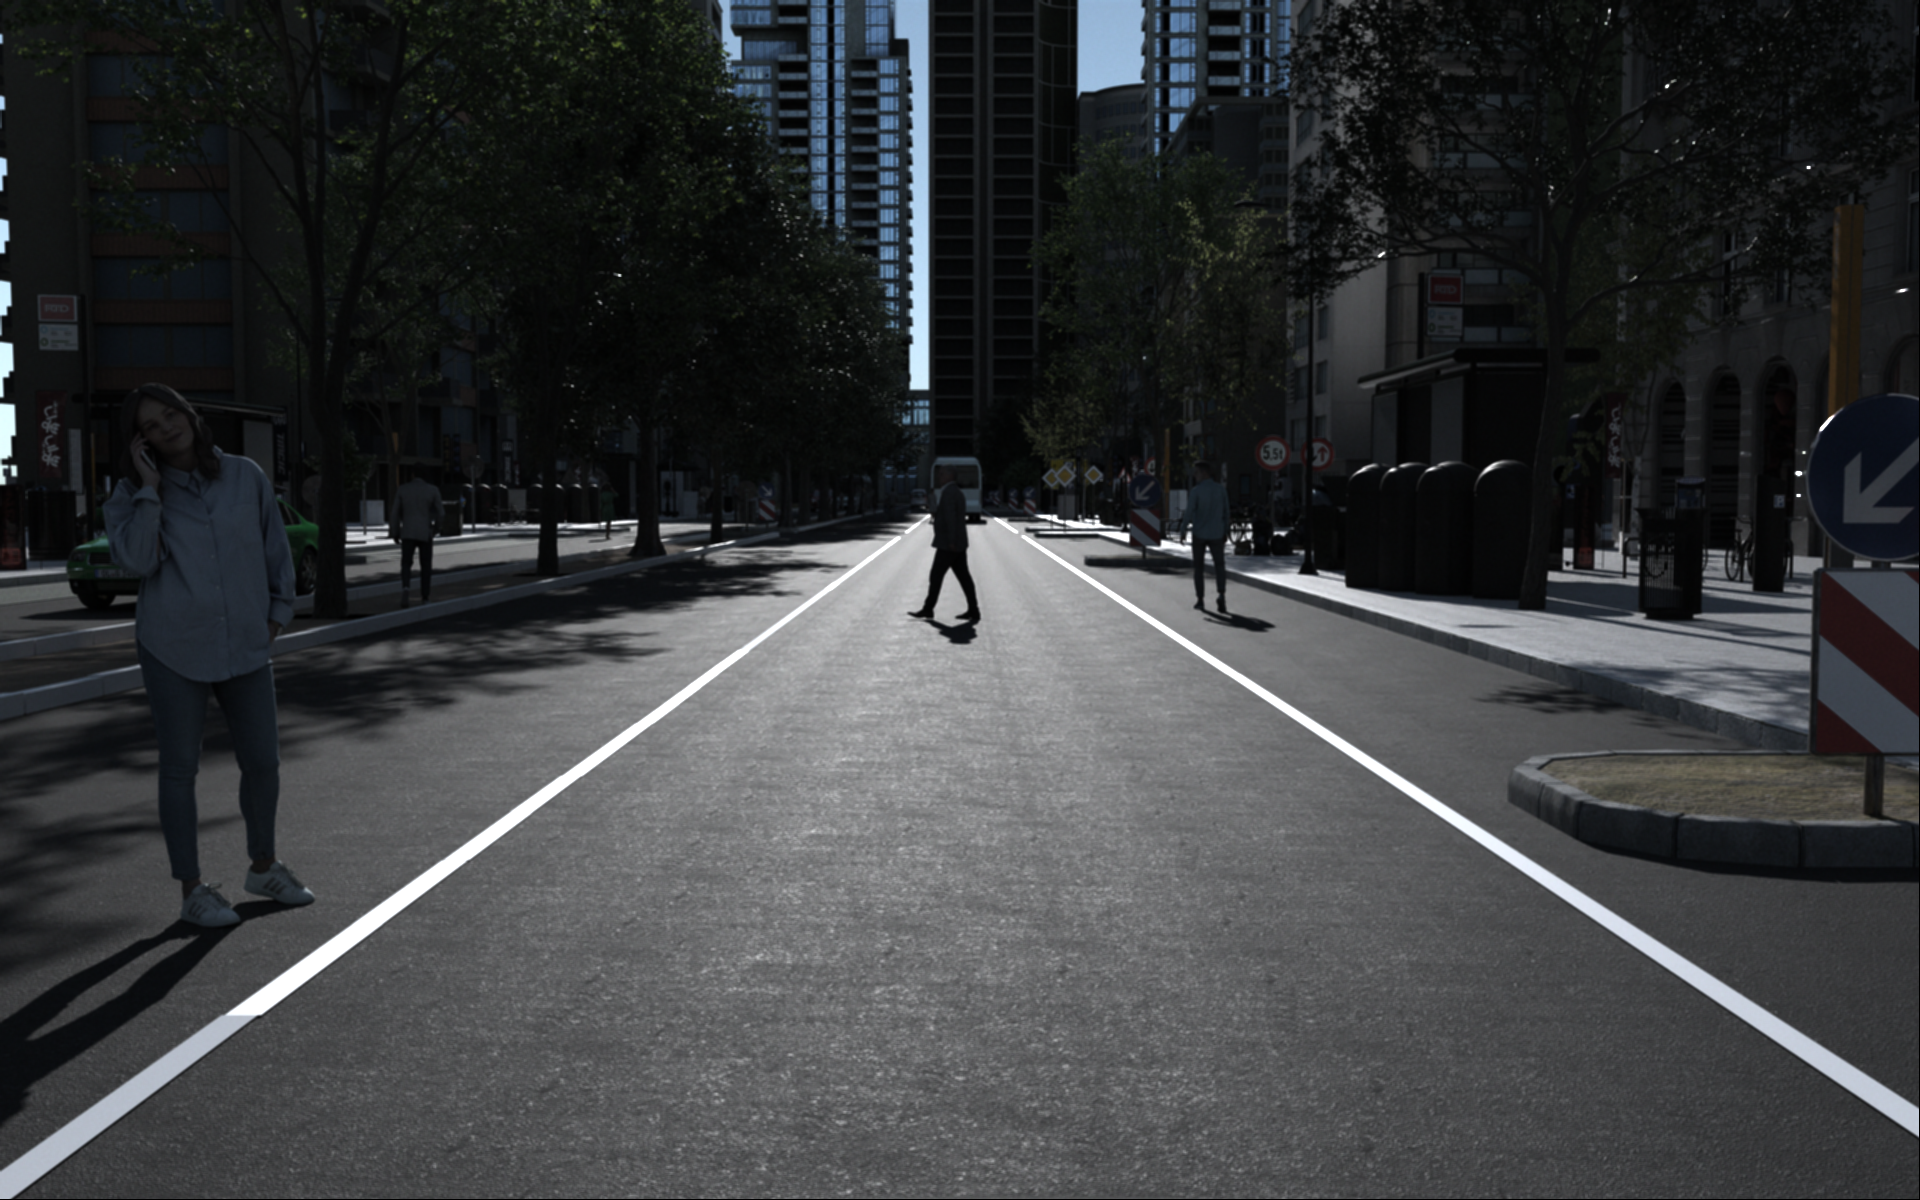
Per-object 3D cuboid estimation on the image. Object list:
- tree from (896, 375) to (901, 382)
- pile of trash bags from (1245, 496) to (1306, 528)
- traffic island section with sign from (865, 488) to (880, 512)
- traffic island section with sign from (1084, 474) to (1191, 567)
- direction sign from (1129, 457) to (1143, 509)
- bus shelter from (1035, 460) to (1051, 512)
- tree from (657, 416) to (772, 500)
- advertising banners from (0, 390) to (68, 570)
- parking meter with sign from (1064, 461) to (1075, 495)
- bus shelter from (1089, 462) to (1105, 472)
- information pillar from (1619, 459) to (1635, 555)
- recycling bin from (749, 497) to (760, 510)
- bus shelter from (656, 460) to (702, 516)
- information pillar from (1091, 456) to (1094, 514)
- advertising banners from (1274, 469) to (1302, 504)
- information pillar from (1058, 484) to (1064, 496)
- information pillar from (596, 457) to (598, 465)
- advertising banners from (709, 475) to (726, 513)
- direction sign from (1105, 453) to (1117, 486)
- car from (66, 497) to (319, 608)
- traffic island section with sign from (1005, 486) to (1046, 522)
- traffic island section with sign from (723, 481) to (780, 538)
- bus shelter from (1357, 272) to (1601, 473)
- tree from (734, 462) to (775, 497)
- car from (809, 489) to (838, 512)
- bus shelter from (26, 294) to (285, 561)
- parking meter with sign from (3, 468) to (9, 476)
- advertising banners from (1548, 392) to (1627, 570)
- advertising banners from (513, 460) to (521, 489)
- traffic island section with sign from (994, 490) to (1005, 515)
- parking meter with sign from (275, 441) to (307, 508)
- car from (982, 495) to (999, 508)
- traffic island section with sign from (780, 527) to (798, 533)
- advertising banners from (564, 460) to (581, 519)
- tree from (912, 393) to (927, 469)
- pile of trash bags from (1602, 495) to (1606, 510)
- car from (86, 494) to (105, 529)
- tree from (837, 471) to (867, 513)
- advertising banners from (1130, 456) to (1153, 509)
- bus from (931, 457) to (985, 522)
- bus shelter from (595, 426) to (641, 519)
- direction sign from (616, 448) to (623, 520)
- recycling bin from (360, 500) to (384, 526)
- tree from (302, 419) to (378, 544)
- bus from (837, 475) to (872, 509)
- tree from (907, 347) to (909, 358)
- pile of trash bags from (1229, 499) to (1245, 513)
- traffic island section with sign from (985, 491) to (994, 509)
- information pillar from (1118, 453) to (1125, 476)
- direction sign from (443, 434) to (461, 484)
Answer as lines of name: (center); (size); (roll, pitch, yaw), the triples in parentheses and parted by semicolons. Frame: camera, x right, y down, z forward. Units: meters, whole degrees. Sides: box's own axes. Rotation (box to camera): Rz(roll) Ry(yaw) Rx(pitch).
tree: (-7.168, -10.487, 99.680); (9.928, 11.665, 9.643); (0, 3, 0)
pile of trash bags: (12.988, -3.466, 66.415); (3.447, 1.369, 1.912); (0, 4, -7)
traffic island section with sign: (-7.261, -8.085, 140.332); (2.006, 1.907, 1.989); (0, 3, 0)
traffic island section with sign: (3.531, -1.605, 34.865); (1.989, 1.847, 2.006); (0, 3, 0)
direction sign: (10.687, -6.936, 105.404); (0.876, 3.537, 0.379); (-1, 4, -11)
bus shelter: (6.268, -7.926, 120.879); (1.731, 3.624, 6.357); (0, 3, 0)
tree: (-16.035, -10.821, 111.333); (7.601, 10.594, 8.767); (1, 4, 9)
advertising banners: (-16.059, -2.017, 29.173); (2.074, 3.025, 0.090); (0, 4, -4)
parking meter with sign: (5.769, -5.780, 90.771); (0.543, 3.016, 1.738); (0, 4, -1)
bus shelter: (8.405, -7.163, 111.041); (2.014, 3.302, 5.546); (0, 3, 0)
information pillar: (14.103, -1.959, 36.523); (0.304, 2.012, 0.304); (1, 4, 9)
recycling bin: (-16.110, -7.527, 135.615); (0.722, 1.027, 0.722); (-2, 4, -25)
bus shelter: (-16.949, -6.747, 104.242); (2.014, 3.302, 5.546); (0, 3, 0)
information pillar: (8.173, -7.084, 107.174); (0.183, 3.616, 0.504); (0, 4, -7)
advertising banners: (19.110, -6.376, 100.439); (2.074, 3.025, 0.090); (1, 4, 9)
information pillar: (5.503, -5.423, 93.157); (0.304, 2.012, 0.304); (-2, 4, -35)
information pillar: (-22.718, -7.114, 107.663); (0.504, 3.616, 0.183); (-1, 4, -19)
advertising banners: (-16.832, -7.429, 117.656); (2.074, 3.025, 0.090); (0, 4, 1)
direction sign: (8.448, -6.410, 96.795); (0.876, 3.537, 0.379); (-3, 4, -38)
car: (-10.132, -0.882, 23.210); (1.959, 1.807, 4.718); (0, 4, 1)
traffic island section with sign: (3.486, -4.985, 90.140); (1.989, 1.847, 2.006); (0, 3, 0)
traffic island section with sign: (-7.193, -3.037, 57.786); (2.006, 1.907, 1.989); (0, 3, 0)
bus shelter: (8.129, -3.151, 29.149); (2.179, 5.291, 8.768); (0, 3, 0)
tree: (-16.723, -9.632, 141.199); (4.285, 4.588, 4.351); (0, 3, 0)
car: (-10.894, -7.939, 138.476); (2.281, 1.827, 5.304); (0, 4, -2)
bus shelter: (-17.385, -3.660, 37.476); (2.179, 5.291, 8.768); (0, 3, 0)
parking meter with sign: (-63.930, -7.403, 117.303); (1.738, 3.016, 0.543); (2, 4, 25)
advertising banners: (10.620, -2.035, 29.466); (2.074, 3.025, 0.090); (-2, 4, -29)
advertising banners: (-22.613, -5.773, 90.577); (0.090, 3.025, 2.074); (2, 4, 30)
traffic island section with sign: (3.457, -6.634, 117.095); (1.989, 1.847, 2.006); (0, 3, 0)
parking meter with sign: (-22.495, -3.722, 57.116); (1.738, 3.016, 0.543); (-3, 4, -36)
car: (3.180, -10.244, 180.066); (1.945, 1.354, 3.894); (0, 3, 0)
traffic island section with sign: (-7.189, -3.490, 65.193); (2.006, 1.907, 1.989); (0, 3, 0)
advertising banners: (-20.011, -5.575, 87.335); (2.074, 3.025, 0.090); (0, 4, -8)
tree: (-6.914, -11.623, 109.498); (9.611, 12.733, 9.660); (0, 3, 0)
pile of trash bags: (16.305, -2.341, 48.031); (3.447, 1.369, 1.912); (-1, 4, -15)
car: (-29.842, -3.194, 61.023); (4.718, 1.807, 1.959); (0, 4, -2)
tree: (-7.338, -10.398, 122.826); (4.360, 8.622, 3.978); (0, 3, 0)
advertising banners: (8.639, -5.079, 79.229); (2.074, 3.025, 0.090); (-2, 4, -26)
bus: (-0.107, -6.039, 93.605); (2.948, 3.499, 13.247); (0, 4, 1)
bus shelter: (-17.679, -6.836, 89.394); (2.179, 5.291, 8.768); (0, 3, 0)
direction sign: (-16.665, -5.660, 84.537); (0.379, 3.537, 0.876); (-1, 4, -11)
recycling bin: (-23.656, -3.494, 69.687); (0.722, 1.027, 0.722); (-3, 5, -42)
tree: (-15.820, -3.070, 44.793); (1.663, 3.219, 1.824); (0, 3, 0)
bus: (-10.028, -10.363, 164.293); (2.948, 3.499, 13.247); (0, 4, 0)
tree: (-7.063, -11.018, 89.260); (9.857, 13.997, 8.962); (0, 3, 0)
pile of trash bags: (12.275, -4.307, 80.170); (1.912, 1.369, 3.447); (-3, 4, -36)
traffic island section with sign: (3.421, -9.742, 167.915); (1.989, 1.847, 2.006); (0, 3, 0)
information pillar: (9.179, -6.536, 98.224); (0.504, 3.616, 0.183); (3, 4, 36)
direction sign: (-19.177, -4.489, 65.395); (0.876, 3.537, 0.379); (2, 4, 29)
